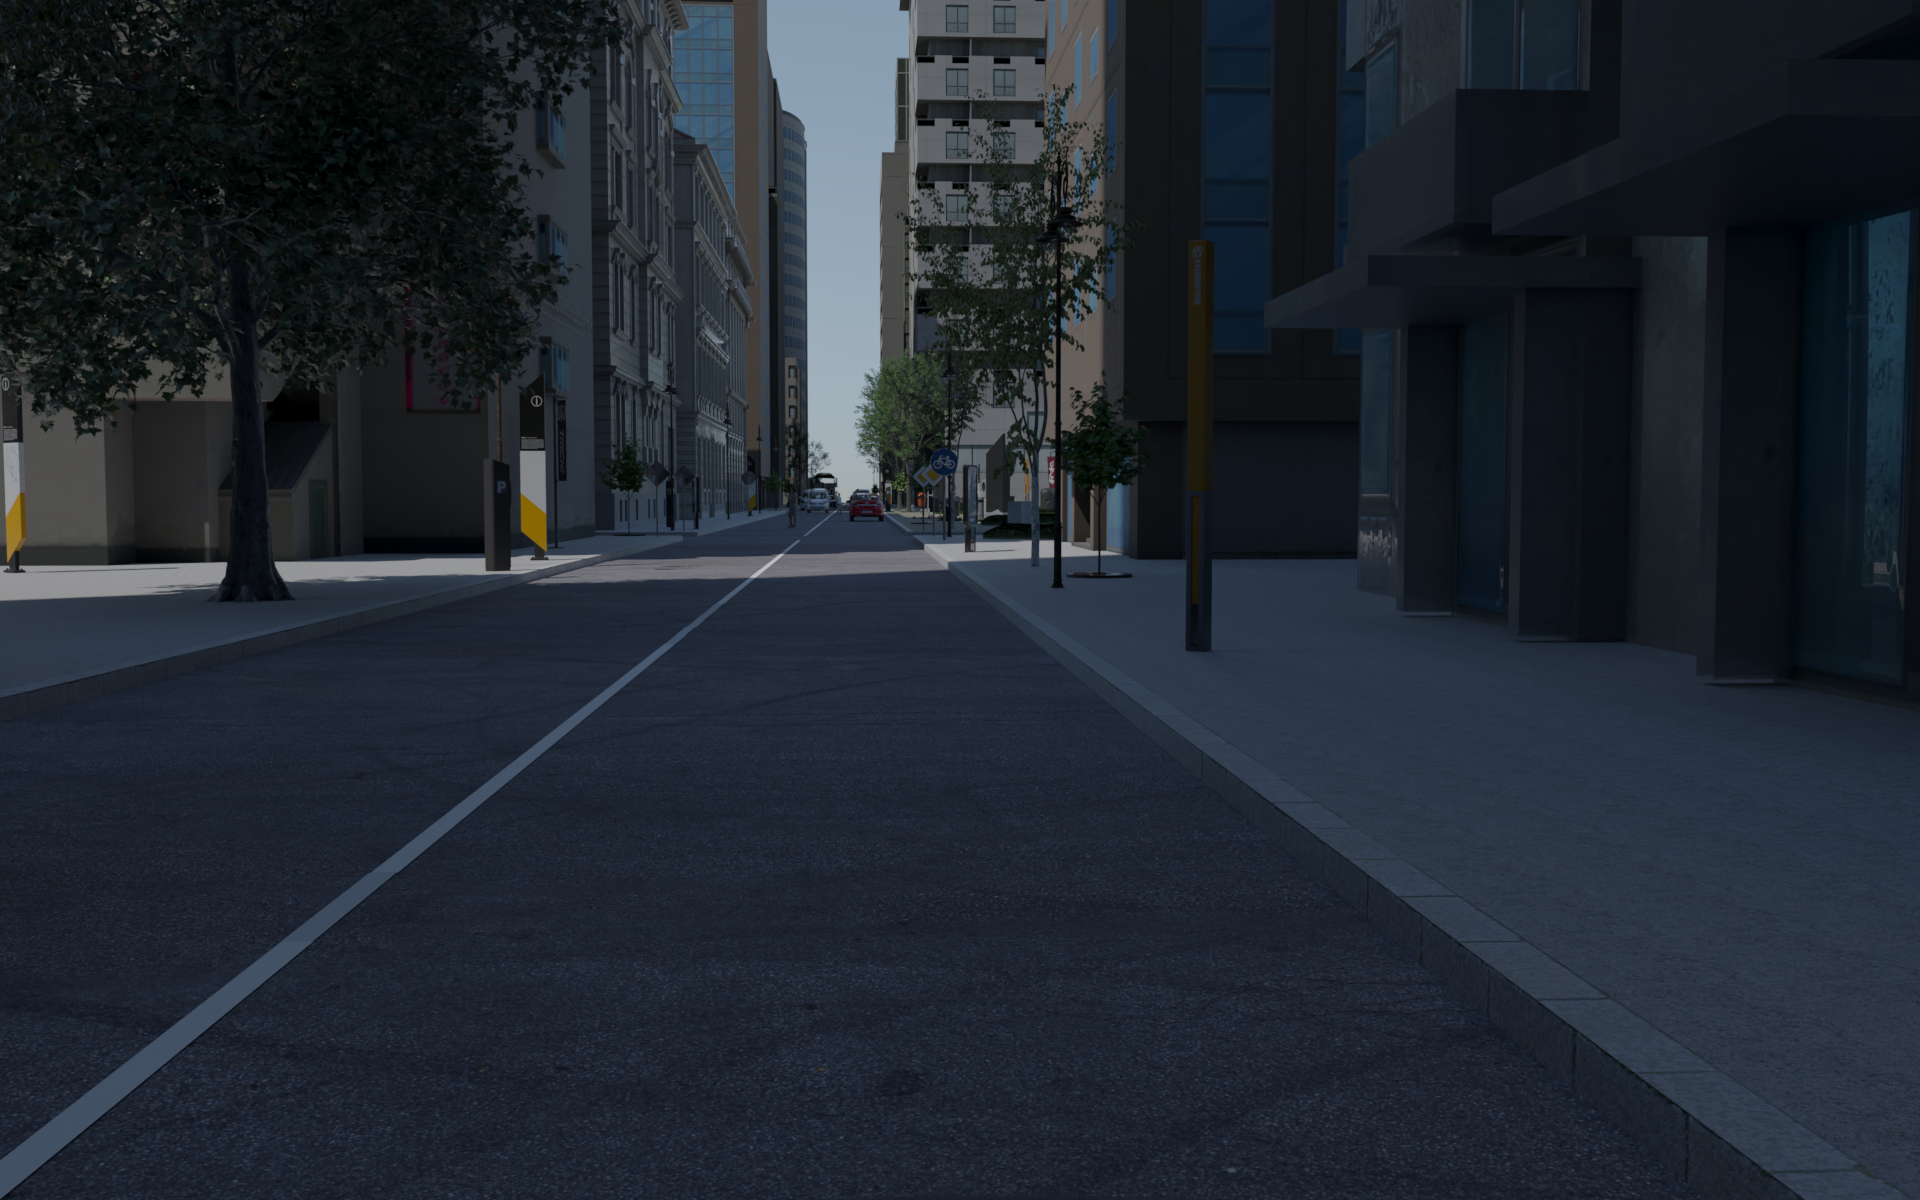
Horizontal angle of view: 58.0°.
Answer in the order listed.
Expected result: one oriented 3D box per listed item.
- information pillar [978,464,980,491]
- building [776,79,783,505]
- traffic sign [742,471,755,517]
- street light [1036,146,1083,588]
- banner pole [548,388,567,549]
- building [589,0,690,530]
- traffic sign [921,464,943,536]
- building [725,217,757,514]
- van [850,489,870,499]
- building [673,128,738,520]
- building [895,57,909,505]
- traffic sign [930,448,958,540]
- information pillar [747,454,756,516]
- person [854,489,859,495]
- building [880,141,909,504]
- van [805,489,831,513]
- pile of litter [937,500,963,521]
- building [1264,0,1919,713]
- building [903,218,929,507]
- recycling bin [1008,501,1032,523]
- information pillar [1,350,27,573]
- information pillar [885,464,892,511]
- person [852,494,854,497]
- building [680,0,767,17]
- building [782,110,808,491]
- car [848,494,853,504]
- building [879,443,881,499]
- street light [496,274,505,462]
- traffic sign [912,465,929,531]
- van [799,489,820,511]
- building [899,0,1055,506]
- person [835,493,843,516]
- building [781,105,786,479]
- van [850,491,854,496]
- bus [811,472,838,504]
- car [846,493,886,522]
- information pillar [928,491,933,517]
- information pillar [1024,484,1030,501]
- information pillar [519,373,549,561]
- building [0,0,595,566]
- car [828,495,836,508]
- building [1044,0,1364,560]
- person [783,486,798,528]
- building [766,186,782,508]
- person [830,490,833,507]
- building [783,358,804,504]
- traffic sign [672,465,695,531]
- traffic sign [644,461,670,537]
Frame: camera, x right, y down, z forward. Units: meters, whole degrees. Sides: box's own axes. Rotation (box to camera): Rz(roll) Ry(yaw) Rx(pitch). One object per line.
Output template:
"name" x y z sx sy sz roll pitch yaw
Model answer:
"information pillar" 1.465 -8.726 134.020 0.183 3.616 0.504 0 4 -8
"building" -25.346 -31.737 169.012 14.600 45.320 14.200 0 4 -3
"traffic sign" -11.869 -5.938 97.190 0.768 2.556 0.104 0 4 0
"street light" 1.336 -3.103 23.524 0.468 5.910 1.993 0 4 -3
"banner pole" -9.403 -3.097 40.660 0.401 3.779 0.863 -3 4 -37
"building" -19.044 -17.345 70.978 14.401 28.519 23.554 0 4 -3
"traffic sign" -0.796 -2.981 52.379 0.795 2.450 0.064 0 4 -3
"building" -21.005 -16.800 116.482 13.314 21.916 24.055 0 4 -3
"van" -8.463 -8.707 149.377 2.013 2.044 4.112 0 4 -5
"building" -18.558 -15.771 94.005 11.583 22.565 21.152 0 4 -3
"building" -2.384 -51.719 283.851 20.563 71.187 20.611 0 4 -3
"traffic sign" -0.438 -2.933 48.056 0.768 2.556 0.104 0 3 0
"information pillar" -12.224 -6.729 101.379 0.504 3.616 0.183 -1 4 -9
"person" -7.728 -7.435 129.917 0.638 1.841 0.748 -2 4 -24
"building" -0.009 -37.337 234.163 21.300 48.544 21.600 0 4 -3
"van" -10.935 -7.731 133.407 2.013 2.044 4.112 0 4 -3
"pile of litter" -0.484 -4.174 82.206 1.176 0.858 1.719 -3 4 -37
"building" 15.554 -23.840 9.386 23.786 49.044 30.456 0 4 -3
"building" 1.006 -25.171 183.253 14.160 30.474 14.107 0 4 -3
"recycling bin" 2.168 -2.968 61.088 0.722 1.027 0.722 -3 4 -36
"information pillar" -15.336 -2.245 28.061 0.504 3.616 0.183 2 4 35
"information pillar" -5.577 -8.761 134.593 0.504 3.616 0.183 -1 4 -10
"person" -12.602 -12.340 210.278 1.348 1.821 0.705 1 4 11
"building" -22.856 -30.015 140.855 14.600 45.320 14.200 0 4 -3
"building" -33.852 -43.944 260.476 21.231 58.520 28.212 0 4 -3
"car" -14.442 -14.002 239.157 2.015 1.641 3.980 0 4 -4
"building" 1.838 -25.433 260.865 27.650 21.520 28.899 0 4 -3
"street light" -8.203 -3.549 30.815 0.468 5.910 1.993 0 4 -3
"traffic sign" -1.270 -3.468 60.350 0.795 2.450 0.064 0 4 -3
"van" -12.919 -8.732 149.773 2.013 2.044 4.112 0 4 -3
"building" 9.032 -35.047 162.250 28.713 52.752 27.495 0 4 -3
"person" -7.790 -6.174 112.038 0.523 1.515 0.503 1 4 22
"building" -25.895 -32.604 183.178 14.600 45.320 14.200 0 4 -3
"van" -15.423 -15.419 259.114 2.013 2.044 4.112 0 4 -4
"bus" -15.655 -12.831 201.332 2.896 3.916 12.252 0 4 -2
"car" -4.972 -5.067 91.887 2.155 1.783 4.494 0 4 -4
"information pillar" -1.670 -5.688 97.494 0.304 2.012 0.304 0 4 -5
"information pillar" 4.860 -7.409 125.631 0.304 2.012 0.304 1 4 18
"information pillar" -8.213 -2.570 33.382 0.504 3.616 0.183 -1 4 -10
"building" -20.850 -25.432 39.522 21.600 48.544 21.300 0 4 -3
"car" -13.730 -10.221 179.685 1.945 1.354 3.894 0 4 -4
"building" 9.597 -23.814 39.472 14.600 45.320 14.200 0 4 -3
"person" -7.236 -3.972 73.803 0.532 1.782 0.716 -2 4 -33
"building" -23.451 -23.469 155.426 14.160 30.474 14.107 0 4 -3
"person" -14.285 -11.281 192.575 0.705 1.869 1.348 0 4 -5
"building" -35.411 -23.726 232.961 27.650 21.520 28.899 0 4 -3
"traffic sign" -9.551 -3.440 59.880 0.795 2.450 0.064 0 4 -3
"traffic sign" -9.077 -2.952 51.909 0.795 2.450 0.064 0 4 -3
